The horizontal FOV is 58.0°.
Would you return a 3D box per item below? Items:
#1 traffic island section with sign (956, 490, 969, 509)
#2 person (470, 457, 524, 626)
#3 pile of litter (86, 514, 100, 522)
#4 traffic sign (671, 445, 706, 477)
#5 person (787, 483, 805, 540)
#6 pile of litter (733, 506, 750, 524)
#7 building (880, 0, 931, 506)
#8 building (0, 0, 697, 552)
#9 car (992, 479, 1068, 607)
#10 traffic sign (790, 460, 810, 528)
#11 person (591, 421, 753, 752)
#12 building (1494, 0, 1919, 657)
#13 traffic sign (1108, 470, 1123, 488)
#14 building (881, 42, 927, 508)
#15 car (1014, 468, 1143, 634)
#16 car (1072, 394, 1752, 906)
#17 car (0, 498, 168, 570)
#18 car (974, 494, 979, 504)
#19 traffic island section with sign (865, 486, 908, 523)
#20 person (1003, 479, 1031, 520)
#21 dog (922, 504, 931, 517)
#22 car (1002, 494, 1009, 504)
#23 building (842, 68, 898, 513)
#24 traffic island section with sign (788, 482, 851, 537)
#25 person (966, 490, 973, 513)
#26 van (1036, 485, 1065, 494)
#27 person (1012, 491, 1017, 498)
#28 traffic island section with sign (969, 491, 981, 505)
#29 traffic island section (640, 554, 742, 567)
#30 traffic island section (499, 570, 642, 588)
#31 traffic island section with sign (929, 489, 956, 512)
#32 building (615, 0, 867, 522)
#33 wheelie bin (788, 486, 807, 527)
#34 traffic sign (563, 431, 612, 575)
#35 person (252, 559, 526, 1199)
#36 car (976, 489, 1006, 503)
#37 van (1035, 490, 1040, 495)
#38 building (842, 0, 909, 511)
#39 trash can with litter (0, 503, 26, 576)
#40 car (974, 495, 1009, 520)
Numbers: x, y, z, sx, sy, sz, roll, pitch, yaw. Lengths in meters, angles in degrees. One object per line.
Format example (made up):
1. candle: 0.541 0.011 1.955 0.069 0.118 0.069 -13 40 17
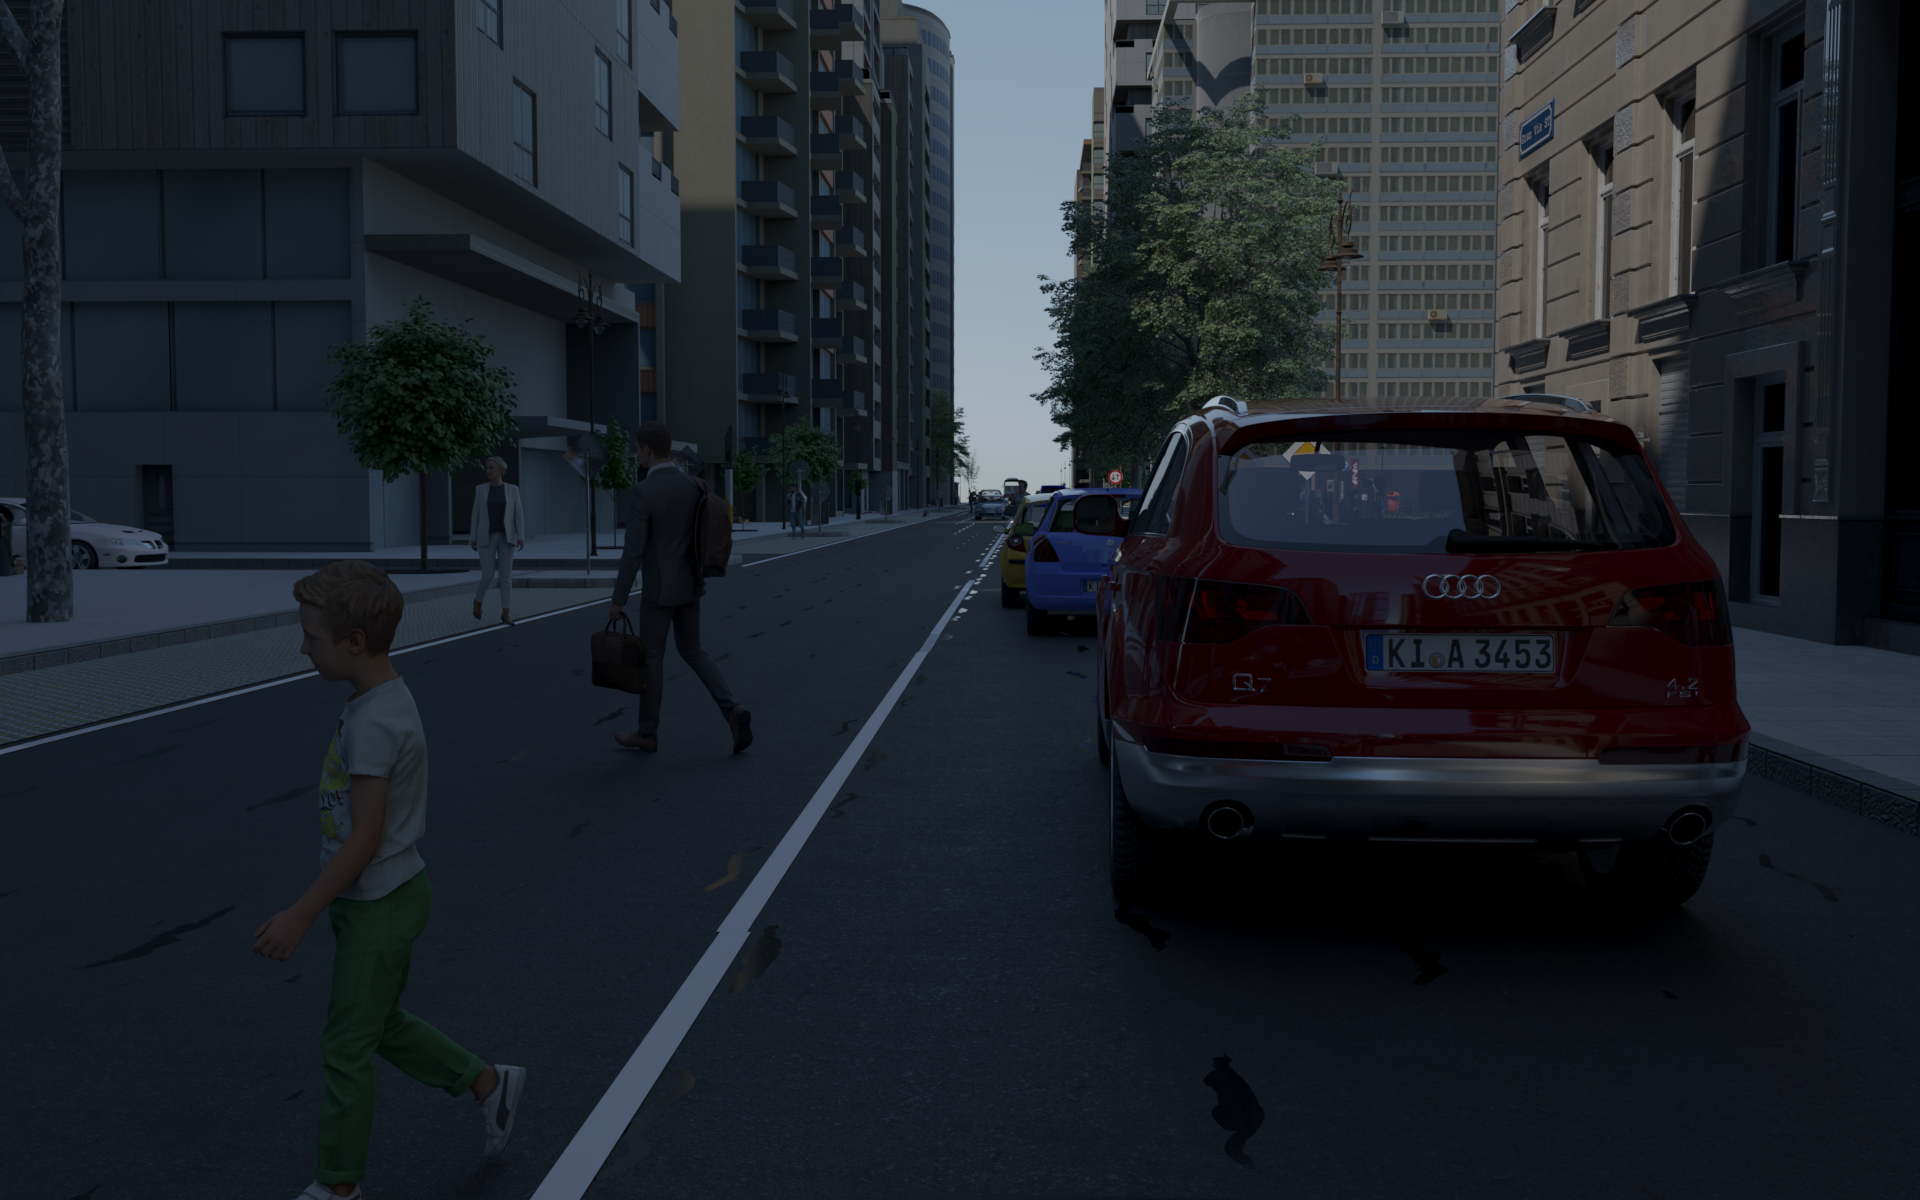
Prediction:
1. traffic island section with sign: -0.439 -9.411 162.496 1.989 1.847 2.006 0 4 2
2. person: -5.118 -0.653 19.062 0.514 1.842 0.818 -3 4 -36
3. pile of litter: -18.199 -1.345 35.958 1.719 0.858 1.176 0 4 0
4. traffic sign: -5.594 -1.950 35.523 0.795 2.450 0.064 0 4 2
5. person: -5.158 -2.783 54.351 0.623 1.781 0.721 1 4 10
6. pile of litter: -9.791 -3.791 75.956 1.176 0.858 1.719 0 4 4
7. building: -14.156 -33.460 170.780 21.300 48.544 21.600 0 4 2
8. building: -23.573 -28.137 49.286 28.713 52.752 27.495 0 4 2
9. car: 1.427 -0.802 23.336 2.015 1.641 3.980 0 4 3
10. traffic sign: -6.072 -4.007 65.626 0.768 2.556 0.104 0 4 4
11. person: -1.586 -0.065 9.528 0.822 1.834 0.622 2 4 29
12. building: 13.008 -13.180 12.755 12.463 27.353 25.104 0 4 2
13. traffic sign: 8.112 -5.524 90.422 0.768 2.556 0.104 1 4 11
14. building: -10.430 -28.711 153.027 14.154 41.232 14.086 0 4 2
15. car: 1.556 -0.572 18.952 1.945 1.707 3.694 0 4 2
16. car: 1.635 0.064 7.620 2.281 1.827 5.304 0 4 4
17. car: -16.682 -1.138 30.973 4.827 1.381 2.083 0 4 4
18. car: 2.865 -13.879 237.147 2.015 1.641 3.980 0 4 4
19. traffic island section with sign: -3.584 -4.683 85.191 1.989 1.847 2.006 0 4 2
20. person: 1.364 -2.002 41.589 0.716 1.782 0.532 1 4 18
21. dog: -2.100 -5.483 106.490 0.513 0.831 0.800 -1 4 -16
22. car: 4.887 -11.994 208.103 2.014 1.417 4.499 0 4 0
23. building: -11.806 -21.205 118.405 14.160 30.474 14.107 0 4 2
24. traffic island section with sign: -4.703 -3.036 58.259 1.989 1.847 2.006 0 4 2
25. person: 0.755 -7.669 134.337 0.568 1.767 0.683 -2 4 -23
26. van: 6.404 -7.064 119.886 2.240 2.365 5.245 0 4 2
27. person: 7.243 -12.953 220.419 1.348 1.807 0.705 -2 4 -24
28. traffic island section with sign: 1.818 -12.782 217.617 1.989 1.847 2.006 0 4 2
29. traffic island section: -5.618 -0.814 35.585 2.009 0.180 2.903 0 4 2
30. traffic island section: -5.944 -0.326 27.607 2.009 0.180 2.903 0 4 2
31. traffic island section with sign: -1.556 -7.719 134.826 1.989 1.847 2.006 0 4 2
32. building: -16.655 -26.683 90.894 22.147 44.769 28.867 0 4 2
33. wheelie bin: -6.390 -3.674 67.978 0.693 1.594 0.980 0 4 4
34. traffic sign: -5.920 -1.462 27.544 0.795 2.450 0.064 0 4 2
35. person: -1.138 0.567 3.481 0.590 1.304 0.306 -3 5 -41
36. car: 2.301 -7.388 129.459 2.281 1.827 5.304 0 4 0
37. van: 8.784 -10.912 185.422 2.013 2.044 4.112 0 4 4
38. building: -14.551 -42.612 134.950 20.563 71.187 20.611 0 4 2
39. trash can with litter: -15.139 -0.968 27.221 0.624 1.170 1.055 -1 4 -10
40. car: 1.792 -5.224 97.412 2.014 1.417 4.499 0 4 4
